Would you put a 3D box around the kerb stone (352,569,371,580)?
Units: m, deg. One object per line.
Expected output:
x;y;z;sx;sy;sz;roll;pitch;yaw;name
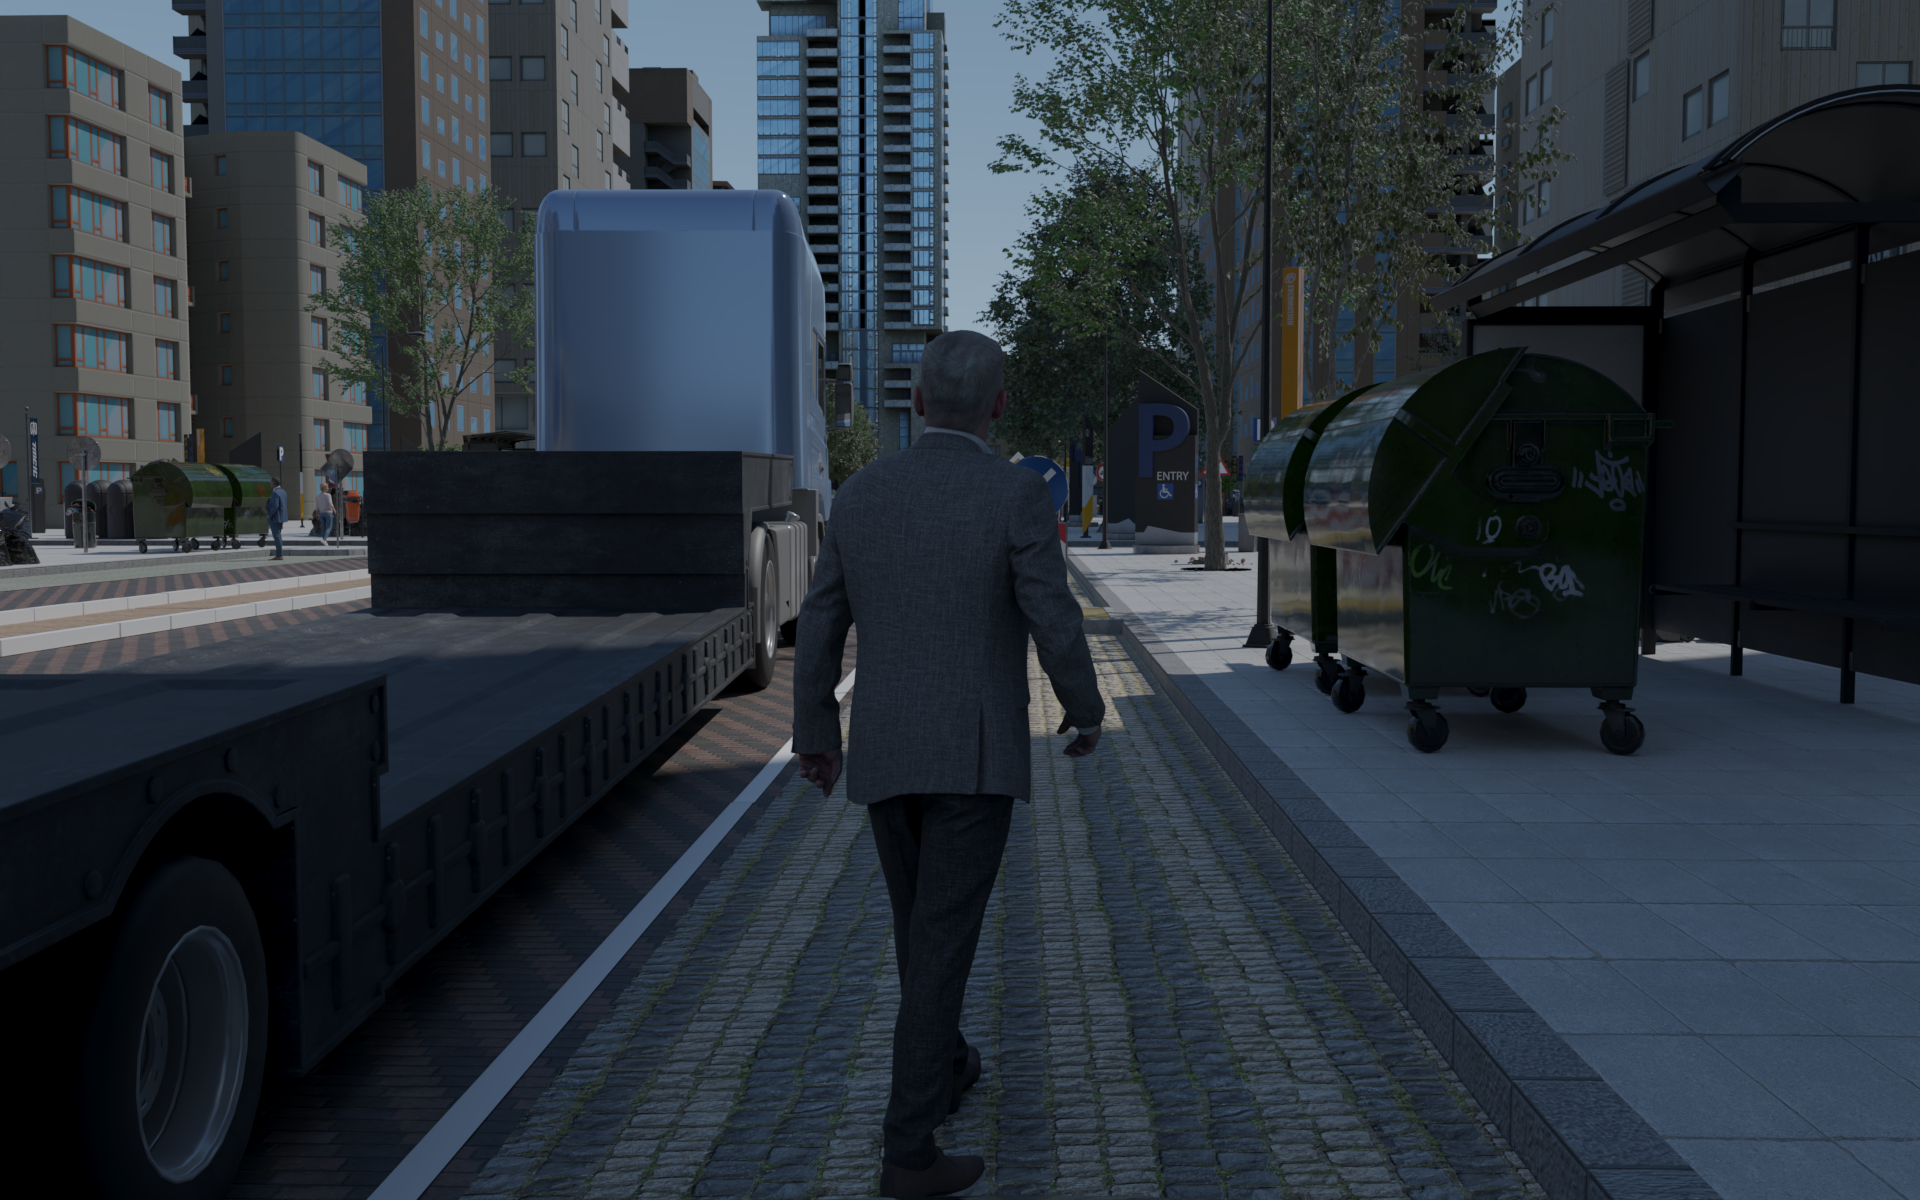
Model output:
-10.126;-0.424;29.134;0.120;0.150;1.000;0;4;2;kerb stone

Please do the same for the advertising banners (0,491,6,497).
-35.270;-4.028;62.050;0.090;3.025;2.074;2;4;34;advertising banners

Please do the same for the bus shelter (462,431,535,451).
-17.562;-4.653;67.367;1.731;3.624;6.357;0;4;2;bus shelter

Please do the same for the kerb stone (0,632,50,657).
-8.447;0.398;15.685;0.120;0.150;1.000;0;4;2;kerb stone

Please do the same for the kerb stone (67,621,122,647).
-8.427;0.337;16.707;0.120;0.150;1.000;0;4;2;kerb stone

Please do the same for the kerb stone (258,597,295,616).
-8.290;0.085;20.802;0.120;0.150;1.000;0;4;2;kerb stone

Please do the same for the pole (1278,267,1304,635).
3.013;-1.340;15.746;0.158;3.312;0.155;0;3;0;pole

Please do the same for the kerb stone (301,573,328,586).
-10.191;-0.299;27.092;0.120;0.150;1.000;0;4;2;kerb stone

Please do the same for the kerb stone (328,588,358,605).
-8.221;-0.035;22.854;0.120;0.150;1.000;0;4;2;kerb stone

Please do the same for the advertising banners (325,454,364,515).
-26.516;-4.844;75.382;2.074;3.025;0.090;-2;4;-27;advertising banners

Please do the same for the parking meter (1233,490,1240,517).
15.536;-5.443;97.404;0.372;1.533;0.369;0;3;0;parking meter

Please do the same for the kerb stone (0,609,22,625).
-10.445;0.204;18.893;0.120;0.150;1.000;0;4;2;kerb stone

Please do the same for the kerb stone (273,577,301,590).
-10.224;-0.236;26.062;0.120;0.150;1.000;0;4;2;kerb stone

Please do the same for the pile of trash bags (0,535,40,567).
-18.484;-1.320;31.327;3.447;1.369;1.912;1;4;15;pile of trash bags

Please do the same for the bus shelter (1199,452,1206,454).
8.299;-4.519;67.808;2.014;3.302;5.546;0;4;2;bus shelter

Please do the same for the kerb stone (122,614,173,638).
-8.390;0.273;17.732;0.120;0.150;1.000;0;4;2;kerb stone

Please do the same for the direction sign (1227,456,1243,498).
16.342;-6.731;102.051;0.379;3.537;0.876;-3;4;-37;direction sign

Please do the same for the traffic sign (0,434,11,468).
-19.965;-2.182;35.785;0.768;2.556;0.104;0;4;5;traffic sign

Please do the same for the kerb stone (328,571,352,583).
-10.159;-0.362;28.113;0.120;0.150;1.000;0;4;2;kerb stone

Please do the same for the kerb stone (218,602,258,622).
-8.324;0.153;19.776;0.120;0.150;1.000;0;4;2;kerb stone

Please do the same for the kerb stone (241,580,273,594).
-10.249;-0.173;25.035;0.120;0.150;1.000;0;4;2;kerb stone

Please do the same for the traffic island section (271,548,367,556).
-14.842;-1.161;41.259;2.009;0.180;2.903;0;4;2;traffic island section

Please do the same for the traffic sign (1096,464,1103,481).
5.982;-4.356;71.330;0.768;2.556;0.104;0;4;5;traffic sign

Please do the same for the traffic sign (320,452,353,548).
-14.818;-2.297;41.197;0.795;2.450;0.064;0;4;2;traffic sign

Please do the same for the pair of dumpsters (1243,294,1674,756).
2.792;-0.490;10.506;1.574;2.255;4.437;0;4;2;pair of dumpsters

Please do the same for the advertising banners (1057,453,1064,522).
4.291;-4.787;74.462;0.090;3.025;2.074;0;4;-6;advertising banners

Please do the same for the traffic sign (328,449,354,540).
-17.387;-2.968;48.641;0.768;2.556;0.104;0;4;7;traffic sign

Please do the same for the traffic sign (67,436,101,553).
-19.124;-2.306;37.817;0.768;2.556;0.104;0;4;3;traffic sign

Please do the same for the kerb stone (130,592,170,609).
-10.355;0.022;21.970;0.120;0.150;1.000;0;4;2;kerb stone

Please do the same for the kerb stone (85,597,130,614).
-10.385;0.080;20.946;0.120;0.150;1.000;0;4;2;kerb stone

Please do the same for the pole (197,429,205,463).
-23.729;-3.691;54.189;0.158;3.312;0.155;0;3;0;pole

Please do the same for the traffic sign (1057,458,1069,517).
6.086;-6.275;96.476;2.265;3.308;0.079;0;4;6;traffic sign

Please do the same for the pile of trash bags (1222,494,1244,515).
16.318;-5.784;104.323;1.912;1.369;3.447;2;4;32;pile of trash bags

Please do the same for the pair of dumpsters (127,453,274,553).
-17.184;-2.256;39.387;1.574;2.255;4.437;0;4;2;pair of dumpsters

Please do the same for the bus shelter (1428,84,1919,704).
4.724;-1.066;11.345;2.014;3.302;5.546;0;4;2;bus shelter

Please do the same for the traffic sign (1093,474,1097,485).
8.096;-6.543;107.084;0.768;2.556;0.104;0;4;4;traffic sign

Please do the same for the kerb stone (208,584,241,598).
-10.286;-0.102;24.014;0.120;0.150;1.000;0;4;2;kerb stone

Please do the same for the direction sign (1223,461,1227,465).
18.287;-7.678;117.537;0.876;3.537;0.379;0;4;-6;direction sign

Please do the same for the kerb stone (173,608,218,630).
-8.353;0.211;18.754;0.120;0.150;1.000;0;4;2;kerb stone

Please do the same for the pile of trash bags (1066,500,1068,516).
6.415;-5.608;101.450;3.447;1.369;1.912;1;4;17;pile of trash bags

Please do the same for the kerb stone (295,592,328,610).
-8.258;0.022;21.832;0.120;0.150;1.000;0;4;2;kerb stone

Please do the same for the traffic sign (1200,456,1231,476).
7.346;-3.049;49.862;0.884;2.594;0.081;0;4;4;traffic sign

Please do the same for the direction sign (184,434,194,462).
-29.089;-4.489;65.385;0.379;3.537;0.876;-3;5;-43;direction sign

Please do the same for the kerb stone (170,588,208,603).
-10.317;-0.048;22.992;0.120;0.150;1.000;0;4;2;kerb stone

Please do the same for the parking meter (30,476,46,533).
-30.118;-3.113;56.604;0.255;1.863;0.399;3;5;44;parking meter

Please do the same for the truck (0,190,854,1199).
-2.604;-1.213;9.587;2.967;4.110;18.799;0;4;0;truck

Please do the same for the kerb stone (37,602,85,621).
-10.416;0.139;19.917;0.120;0.150;1.000;0;4;2;kerb stone

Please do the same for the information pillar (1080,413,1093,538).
3.723;-3.621;50.558;0.183;3.616;0.504;2;4;35;information pillar

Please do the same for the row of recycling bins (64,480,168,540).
-24.182;-2.597;49.582;3.534;1.692;1.069;1;4;21;row of recycling bins

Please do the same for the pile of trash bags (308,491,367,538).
-18.475;-2.595;52.179;1.912;1.369;3.447;-2;4;-27;pile of trash bags

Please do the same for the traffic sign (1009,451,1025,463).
1.368;-2.265;40.669;0.795;2.450;0.064;0;4;2;traffic sign

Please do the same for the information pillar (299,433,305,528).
-25.115;-4.567;66.031;0.183;3.616;0.504;-1;4;-23;information pillar

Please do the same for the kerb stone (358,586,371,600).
-8.195;-0.103;23.875;0.120;0.150;1.000;0;4;2;kerb stone
